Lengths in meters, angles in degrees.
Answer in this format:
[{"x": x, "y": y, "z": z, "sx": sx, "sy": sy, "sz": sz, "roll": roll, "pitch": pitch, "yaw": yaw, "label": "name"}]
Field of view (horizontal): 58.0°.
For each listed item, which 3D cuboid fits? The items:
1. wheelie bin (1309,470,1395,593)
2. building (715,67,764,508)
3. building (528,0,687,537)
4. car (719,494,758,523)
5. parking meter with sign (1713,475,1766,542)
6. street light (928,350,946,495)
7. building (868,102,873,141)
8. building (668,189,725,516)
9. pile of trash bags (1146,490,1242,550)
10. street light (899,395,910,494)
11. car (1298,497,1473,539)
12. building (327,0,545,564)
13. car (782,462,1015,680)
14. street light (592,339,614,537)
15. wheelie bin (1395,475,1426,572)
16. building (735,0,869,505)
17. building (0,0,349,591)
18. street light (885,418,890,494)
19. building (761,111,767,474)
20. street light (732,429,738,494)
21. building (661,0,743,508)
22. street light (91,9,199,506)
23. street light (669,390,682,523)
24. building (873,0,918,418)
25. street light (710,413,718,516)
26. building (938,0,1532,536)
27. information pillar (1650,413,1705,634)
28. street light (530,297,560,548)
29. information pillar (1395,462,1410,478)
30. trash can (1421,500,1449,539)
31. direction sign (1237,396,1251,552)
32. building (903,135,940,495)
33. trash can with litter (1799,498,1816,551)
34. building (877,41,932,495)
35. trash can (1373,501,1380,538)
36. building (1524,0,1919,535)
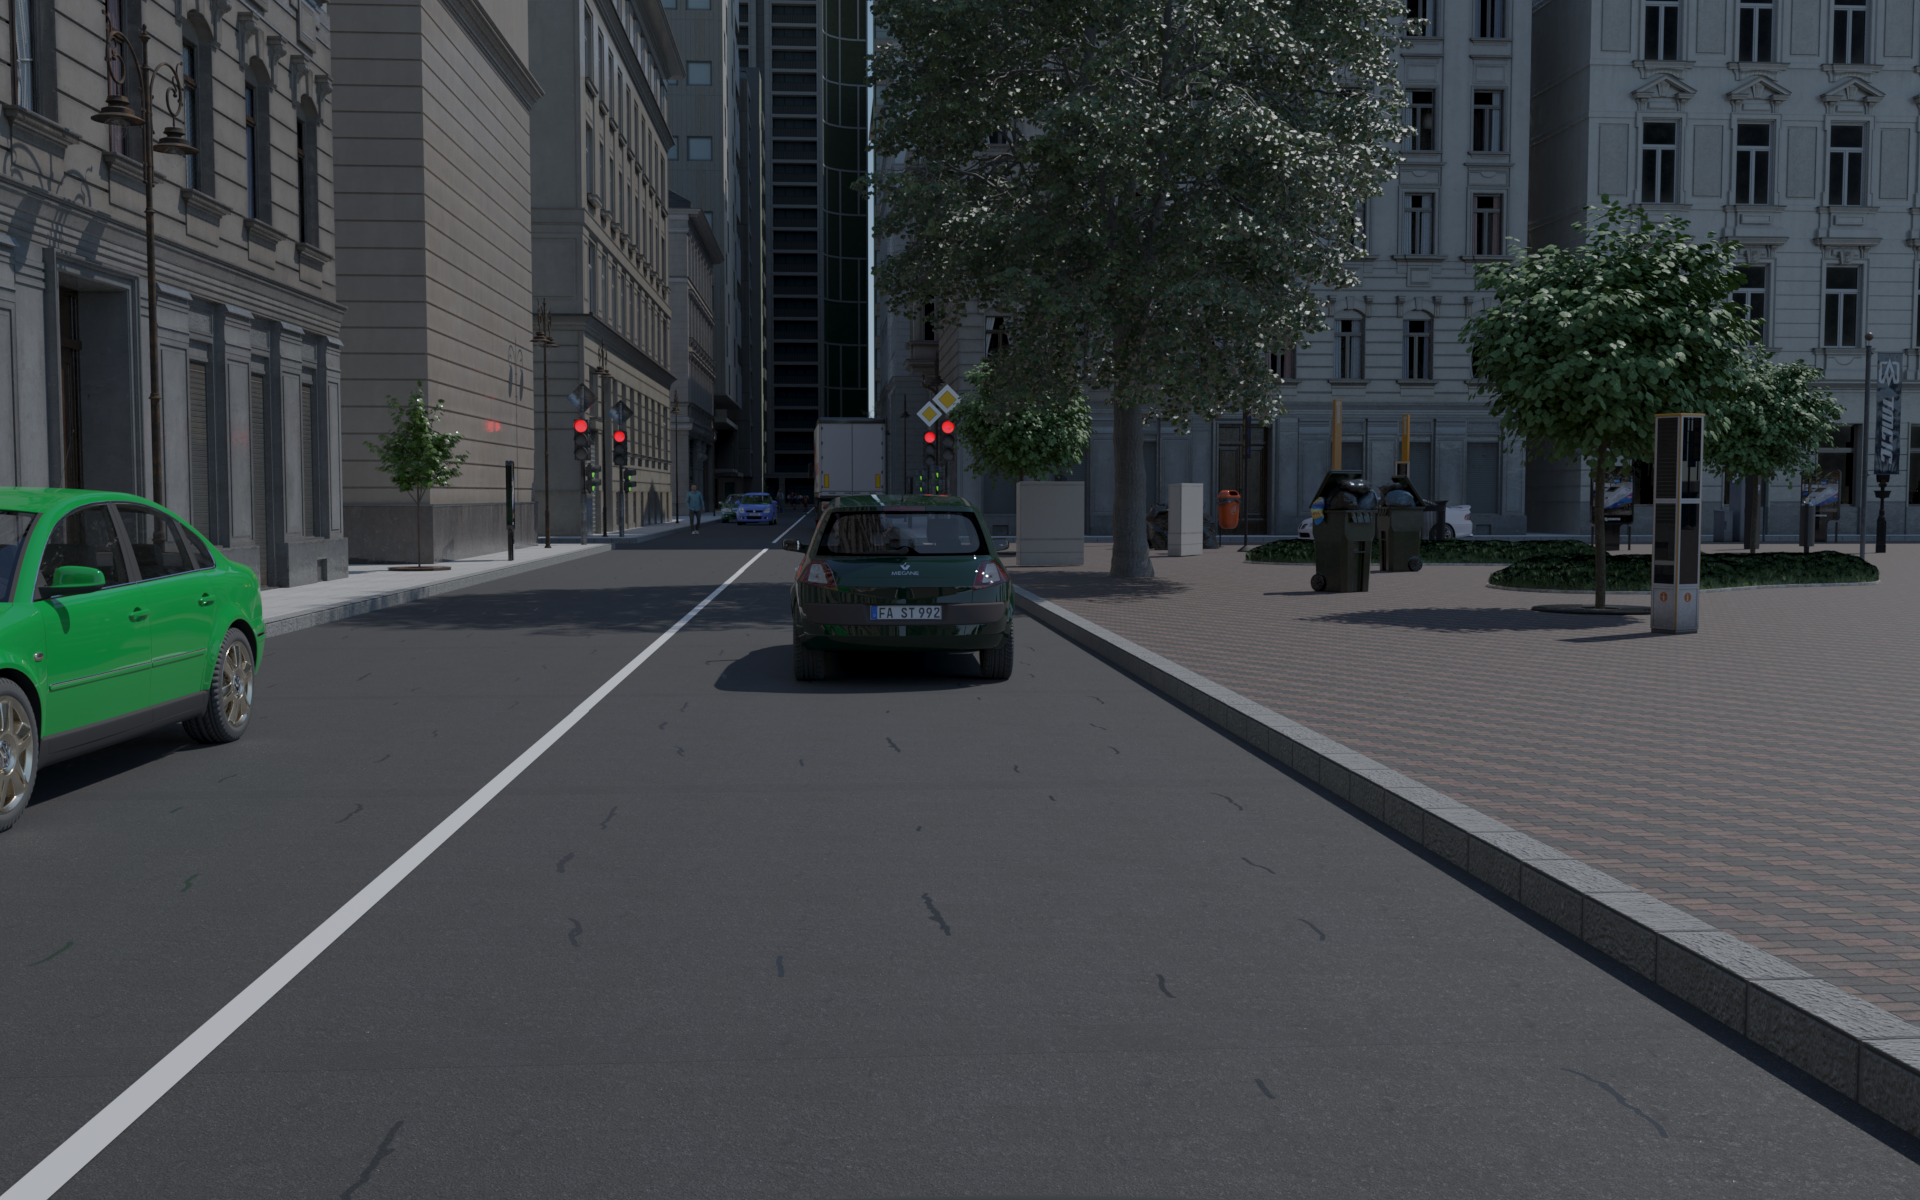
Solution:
[{"x": 5.077, "y": -0.910, "z": 22.785, "sx": 0.980, "sy": 1.594, "sz": 0.693, "roll": -2, "pitch": 4, "yaw": -35, "label": "wheelie bin"}, {"x": -25.639, "y": -29.182, "z": 160.715, "sx": 14.154, "sy": 41.232, "sz": 14.086, "roll": 0, "pitch": 4, "yaw": -4, "label": "building"}, {"x": -19.596, "y": -14.194, "z": 65.364, "sx": 16.112, "sy": 22.955, "sz": 30.059, "roll": 0, "pitch": 4, "yaw": -4, "label": "building"}, {"x": -11.009, "y": -4.600, "z": 87.013, "sx": 2.131, "sy": 1.459, "sz": 4.920, "roll": 0, "pitch": 4, "yaw": -5, "label": "car"}, {"x": 21.009, "y": -3.070, "z": 46.451, "sx": 1.738, "sy": 3.016, "sz": 0.543, "roll": -2, "pitch": 4, "yaw": -25, "label": "parking meter with sign"}, {"x": -0.744, "y": -5.074, "z": 55.753, "sx": 0.468, "sy": 5.910, "sz": 1.993, "roll": 0, "pitch": 4, "yaw": -4, "label": "street light"}, {"x": 2.221, "y": -38.925, "z": 225.669, "sx": 27.495, "sy": 52.752, "sz": 28.713, "roll": 0, "pitch": 4, "yaw": -4, "label": "building"}, {"x": -20.173, "y": -15.294, "z": 100.970, "sx": 10.553, "sy": 20.767, "sz": 40.483, "roll": 0, "pitch": 4, "yaw": -4, "label": "building"}, {"x": 5.367, "y": -1.912, "z": 41.015, "sx": 3.447, "sy": 1.369, "sz": 1.912, "roll": -3, "pitch": 4, "yaw": -38, "label": "pile of trash bags"}, {"x": -2.517, "y": -6.524, "z": 79.462, "sx": 0.468, "sy": 5.910, "sz": 1.993, "roll": 0, "pitch": 4, "yaw": -4, "label": "street light"}, {"x": 11.865, "y": -2.206, "z": 48.429, "sx": 4.827, "sy": 1.381, "sz": 2.083, "roll": 0, "pitch": 4, "yaw": -6, "label": "car"}, {"x": -22.146, "y": -14.584, "z": 35.719, "sx": 25.104, "sy": 27.353, "sz": 12.463, "roll": 0, "pitch": 4, "yaw": -4, "label": "building"}, {"x": -0.531, "y": -0.304, "z": 14.752, "sx": 2.009, "sy": 1.686, "sz": 4.222, "roll": 0, "pitch": 4, "yaw": -4, "label": "car"}, {"x": -10.651, "y": -4.832, "z": 51.787, "sx": 0.468, "sy": 5.910, "sz": 1.993, "roll": 0, "pitch": 4, "yaw": -4, "label": "street light"}, {"x": 7.318, "y": -1.279, "z": 28.827, "sx": 0.693, "sy": 1.594, "sz": 0.980, "roll": 0, "pitch": 4, "yaw": -7, "label": "wheelie bin"}, {"x": -21.834, "y": -47.709, "z": 218.286, "sx": 20.611, "sy": 71.187, "sz": 20.563, "roll": 0, "pitch": 4, "yaw": -4, "label": "building"}, {"x": -13.383, "y": -10.248, "z": 16.700, "sx": 9.793, "sy": 20.994, "sz": 18.267, "roll": 0, "pitch": 4, "yaw": -4, "label": "building"}, {"x": -4.356, "y": -7.974, "z": 103.166, "sx": 0.468, "sy": 5.910, "sz": 1.993, "roll": 0, "pitch": 4, "yaw": -4, "label": "street light"}, {"x": -36.688, "y": -34.826, "z": 189.021, "sx": 30.456, "sy": 49.044, "sz": 23.786, "roll": 0, "pitch": 4, "yaw": -4, "label": "building"}, {"x": -16.030, "y": -9.204, "z": 123.273, "sx": 0.468, "sy": 5.910, "sz": 1.993, "roll": 0, "pitch": 4, "yaw": -4, "label": "street light"}, {"x": -31.585, "y": -33.583, "z": 138.318, "sx": 28.713, "sy": 52.752, "sz": 27.495, "roll": 0, "pitch": 4, "yaw": -4, "label": "building"}, {"x": -8.014, "y": -2.716, "z": 17.197, "sx": 0.468, "sy": 5.910, "sz": 1.993, "roll": 0, "pitch": 4, "yaw": -4, "label": "street light"}, {"x": -12.410, "y": -6.304, "z": 75.859, "sx": 0.468, "sy": 5.910, "sz": 1.993, "roll": 0, "pitch": 4, "yaw": -4, "label": "street light"}, {"x": -0.075, "y": -27.996, "z": 141.326, "sx": 14.154, "sy": 41.232, "sz": 14.086, "roll": 0, "pitch": 4, "yaw": -4, "label": "building"}, {"x": -14.147, "y": -7.754, "z": 99.572, "sx": 0.468, "sy": 5.910, "sz": 1.993, "roll": 0, "pitch": 4, "yaw": -4, "label": "street light"}, {"x": 8.414, "y": -12.735, "z": 57.376, "sx": 18.267, "sy": 20.994, "sz": 9.793, "roll": 0, "pitch": 4, "yaw": -4, "label": "building"}, {"x": 6.604, "y": -0.701, "z": 15.954, "sx": 0.304, "sy": 2.012, "sz": 0.304, "roll": -2, "pitch": 4, "yaw": -25, "label": "information pillar"}, {"x": -9.776, "y": -4.166, "z": 40.907, "sx": 0.468, "sy": 5.910, "sz": 1.993, "roll": 0, "pitch": 4, "yaw": -4, "label": "street light"}, {"x": 10.050, "y": -2.134, "z": 39.389, "sx": 0.304, "sy": 2.012, "sz": 0.304, "roll": 1, "pitch": 4, "yaw": 17, "label": "information pillar"}, {"x": 10.853, "y": -1.723, "z": 39.826, "sx": 0.748, "sy": 1.137, "sz": 0.748, "roll": 0, "pitch": 3, "yaw": 0, "label": "trash can"}, {"x": 6.348, "y": -2.838, "z": 38.400, "sx": 0.379, "sy": 3.537, "sz": 0.876, "roll": 0, "pitch": 4, "yaw": -1, "label": "direction sign"}, {"x": 4.633, "y": -15.997, "z": 80.630, "sx": 14.460, "sy": 24.649, "sz": 34.723, "roll": 0, "pitch": 4, "yaw": -4, "label": "building"}, {"x": 15.527, "y": -1.248, "z": 31.457, "sx": 1.678, "sy": 1.210, "sz": 2.233, "roll": 2, "pitch": 4, "yaw": 29, "label": "trash can with litter"}, {"x": 0.626, "y": -20.488, "z": 112.469, "sx": 11.434, "sy": 29.767, "sz": 29.804, "roll": 0, "pitch": 4, "yaw": -4, "label": "building"}, {"x": 8.510, "y": -1.515, "z": 36.416, "sx": 0.748, "sy": 1.137, "sz": 0.748, "roll": 0, "pitch": 3, "yaw": 0, "label": "trash can"}, {"x": 40.047, "y": -17.490, "z": 62.383, "sx": 44.131, "sy": 29.872, "sz": 17.030, "roll": 0, "pitch": 4, "yaw": -4, "label": "building"}]
